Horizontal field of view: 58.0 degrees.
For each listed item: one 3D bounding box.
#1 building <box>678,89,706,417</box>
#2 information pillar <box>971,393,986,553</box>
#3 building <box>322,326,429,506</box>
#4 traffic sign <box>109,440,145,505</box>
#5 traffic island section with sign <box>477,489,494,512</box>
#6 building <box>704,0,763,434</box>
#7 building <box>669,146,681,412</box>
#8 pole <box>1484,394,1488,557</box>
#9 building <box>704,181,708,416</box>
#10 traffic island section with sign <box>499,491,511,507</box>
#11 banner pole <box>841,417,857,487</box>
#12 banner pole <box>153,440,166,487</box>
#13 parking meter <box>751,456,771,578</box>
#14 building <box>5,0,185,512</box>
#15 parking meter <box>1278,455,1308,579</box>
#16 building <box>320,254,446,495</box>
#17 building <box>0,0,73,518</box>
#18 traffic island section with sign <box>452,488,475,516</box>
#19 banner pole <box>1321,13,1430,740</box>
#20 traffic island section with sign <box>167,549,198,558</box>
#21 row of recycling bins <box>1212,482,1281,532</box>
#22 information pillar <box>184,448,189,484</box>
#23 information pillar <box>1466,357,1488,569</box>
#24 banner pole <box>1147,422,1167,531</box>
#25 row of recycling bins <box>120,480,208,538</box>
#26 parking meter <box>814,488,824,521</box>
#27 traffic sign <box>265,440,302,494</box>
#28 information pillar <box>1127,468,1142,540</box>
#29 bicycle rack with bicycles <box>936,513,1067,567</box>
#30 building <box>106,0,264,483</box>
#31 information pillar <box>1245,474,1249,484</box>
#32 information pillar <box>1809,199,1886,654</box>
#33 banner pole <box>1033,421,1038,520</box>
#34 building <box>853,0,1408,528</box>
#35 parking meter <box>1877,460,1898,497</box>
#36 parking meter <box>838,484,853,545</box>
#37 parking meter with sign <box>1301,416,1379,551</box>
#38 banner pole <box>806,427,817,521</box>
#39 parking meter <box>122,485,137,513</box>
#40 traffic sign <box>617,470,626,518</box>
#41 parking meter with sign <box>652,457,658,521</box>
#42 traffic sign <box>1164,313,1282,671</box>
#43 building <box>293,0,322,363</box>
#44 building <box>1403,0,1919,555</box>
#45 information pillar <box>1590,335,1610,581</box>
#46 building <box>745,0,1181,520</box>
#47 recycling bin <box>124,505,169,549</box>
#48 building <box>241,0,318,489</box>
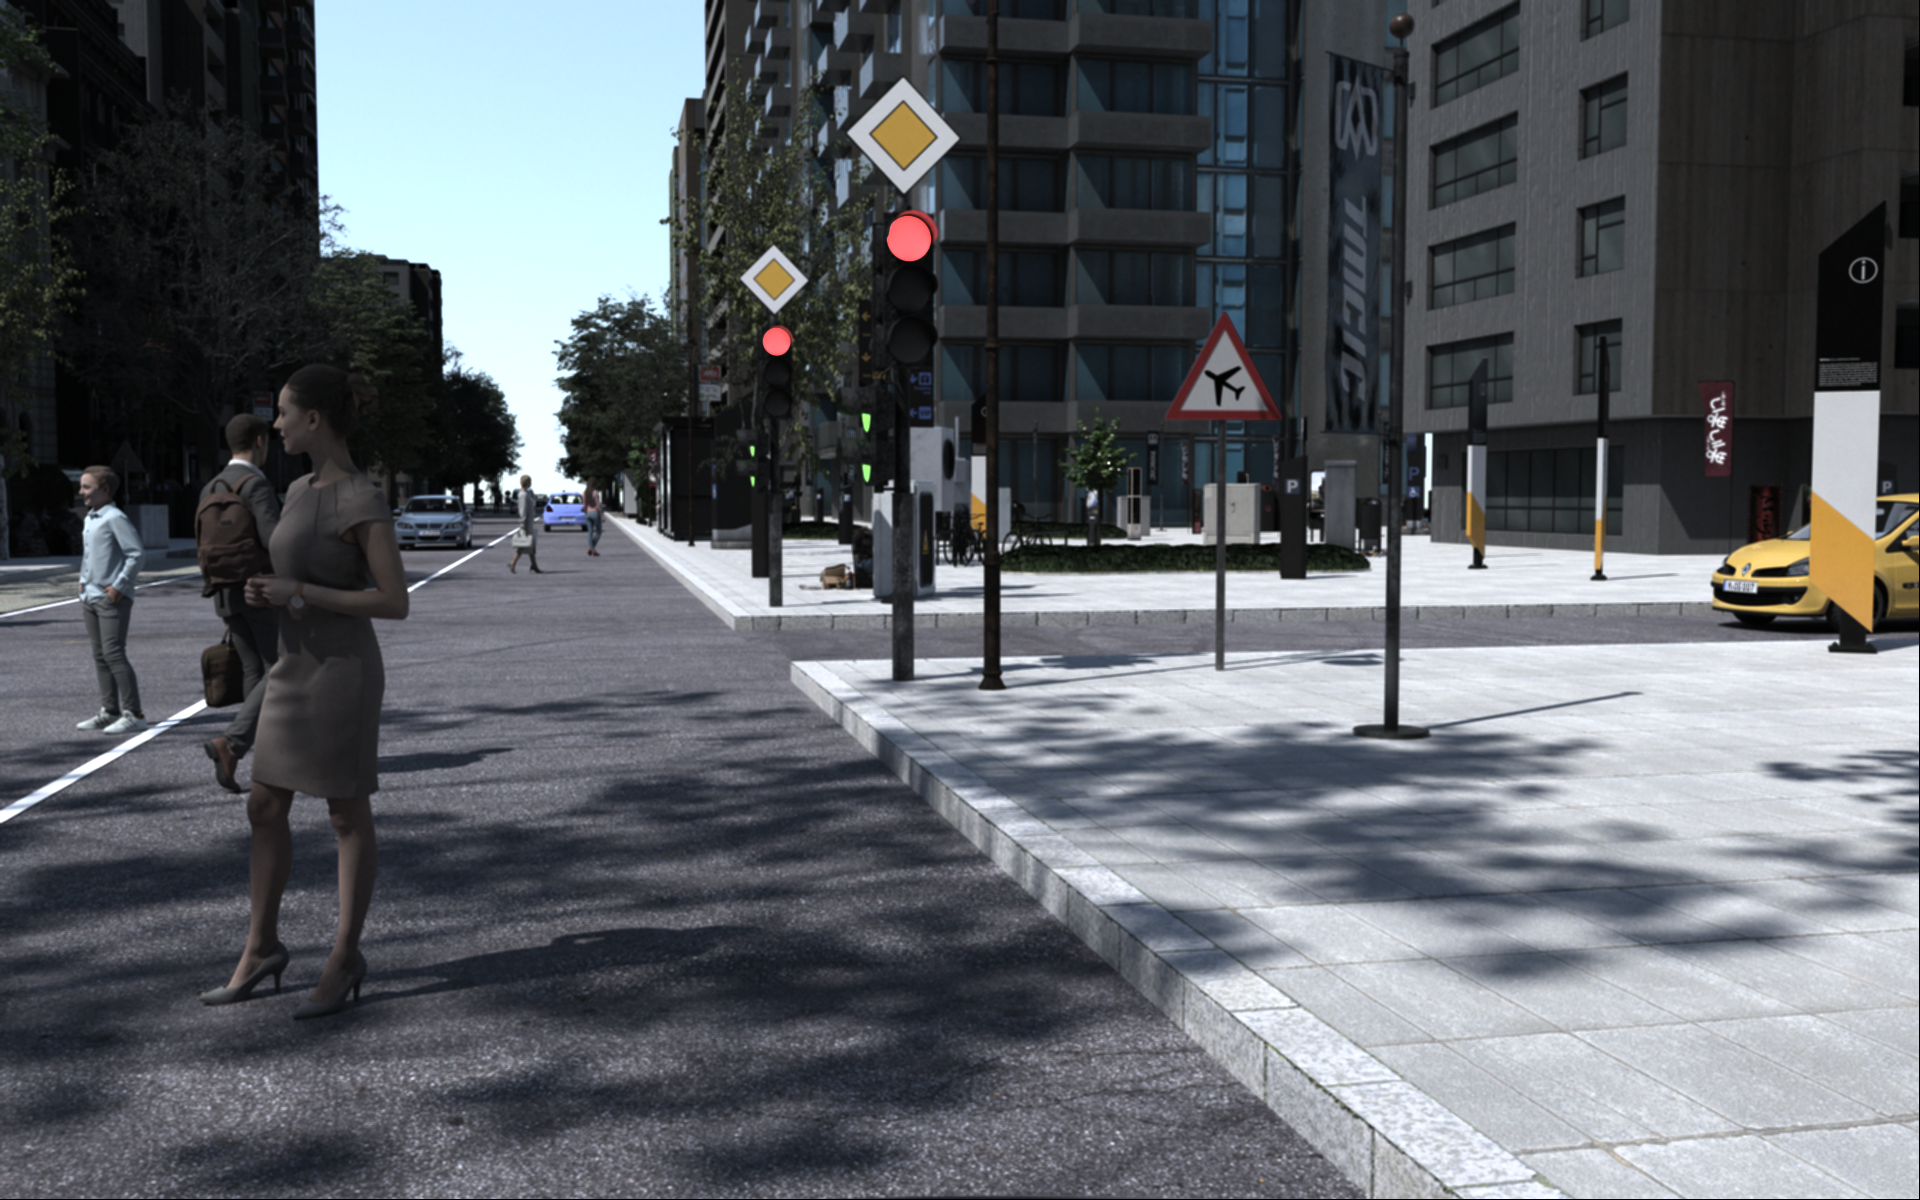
[{"bbox_3d":[-23.917,-33.240,193.584,14.600,45.320,14.200,-1,4,-12],"label":"building"},{"bbox_3d":[0.500,-2.833,37.668,0.504,3.616,0.183,0,4,5],"label":"information pillar"},{"bbox_3d":[-74.048,-21.102,190.052,27.650,21.520,28.899,-1,4,-12],"label":"building"},{"bbox_3d":[-20.010,-2.542,41.562,0.884,2.594,0.081,0,4,-7],"label":"traffic sign"},{"bbox_3d":[-39.194,-8.137,141.664,1.989,1.847,2.006,-1,4,-12],"label":"traffic island section with sign"},{"bbox_3d":[-8.825,-31.497,138.684,21.300,48.544,21.600,-1,4,-12],"label":"building"},{"bbox_3d":[-27.296,-32.041,207.469,14.154,41.232,14.086,-1,4,-12],"label":"building"},{"bbox_3d":[10.603,-2.530,35.202,0.158,3.312,0.155,0,3,0],"label":"pole"},{"bbox_3d":[-16.002,-23.504,155.989,14.160,30.474,14.107,-1,4,-12],"label":"building"},{"bbox_3d":[-50.984,-11.436,195.608,1.989,1.847,2.006,-1,4,-12],"label":"traffic island section with sign"},{"bbox_3d":[-3.622,-4.047,56.191,0.401,3.779,0.863,3,4,38],"label":"banner pole"},{"bbox_3d":[-33.656,-5.064,72.808,0.863,3.779,0.401,1,4,22],"label":"banner pole"},{"bbox_3d":[-3.032,-1.281,26.660,0.255,1.863,0.399,1,4,14],"label":"parking meter"},{"bbox_3d":[-40.527,-14.775,71.252,12.332,23.373,15.834,-1,4,-12],"label":"building"},{"bbox_3d":[5.022,-1.250,26.143,0.399,1.863,0.255,1,4,22],"label":"parking meter"},{"bbox_3d":[-71.260,-26.982,212.851,14.160,30.474,14.107,-1,4,-12],"label":"building"},{"bbox_3d":[-36.971,-12.838,51.696,13.314,21.916,24.055,-1,4,-12],"label":"building"},{"bbox_3d":[-33.427,-6.526,115.330,1.989,1.847,2.006,-1,4,-12],"label":"traffic island section with sign"},{"bbox_3d":[2.130,-1.159,8.971,0.863,3.779,0.401,-3,5,-42],"label":"banner pole"},{"bbox_3d":[-16.852,-1.891,39.539,1.989,1.847,2.006,-1,4,-12],"label":"traffic island section with sign"},{"bbox_3d":[9.847,-3.151,58.638,3.534,1.692,1.069,-2,4,-27],"label":"row of recycling bins"},{"bbox_3d":[-36.773,-5.570,82.418,0.504,3.616,0.183,3,5,42],"label":"information pillar"},{"bbox_3d":[8.846,-2.340,29.617,0.504,3.616,0.183,-3,5,-43],"label":"information pillar"},{"bbox_3d":[6.824,-4.290,60.151,0.863,3.779,0.401,-2,4,-30],"label":"banner pole"},{"bbox_3d":[-22.638,-2.647,50.399,3.534,1.692,1.069,0,4,1],"label":"row of recycling bins"},{"bbox_3d":[-5.517,-3.623,67.648,0.372,1.533,0.369,0,3,0],"label":"parking meter"},{"bbox_3d":[-25.925,-4.361,65.169,2.265,3.308,0.079,0,4,-6],"label":"traffic sign"},{"bbox_3d":[4.842,-2.665,48.059,0.304,2.012,0.304,-1,4,-17],"label":"information pillar"},{"bbox_3d":[0.587,-1.101,31.391,2.852,0.926,2.925,2,4,27],"label":"bicycle rack with bicycles"},{"bbox_3d":[-46.846,-19.742,94.486,14.160,30.474,14.107,-1,4,-12],"label":"building"},{"bbox_3d":[10.376,-3.590,63.194,0.304,2.012,0.304,1,4,16],"label":"information pillar"},{"bbox_3d":[7.162,-1.383,13.970,0.504,3.616,0.183,2,4,24],"label":"information pillar"},{"bbox_3d":[2.562,-4.217,58.960,0.401,3.779,0.863,1,4,11],"label":"banner pole"},{"bbox_3d":[5.687,-28.026,77.841,23.786,49.044,30.456,-1,4,-12],"label":"building"},{"bbox_3d":[15.531,-1.435,29.181,0.399,1.863,0.255,0,4,-8],"label":"parking meter"},{"bbox_3d":[-2.904,-2.179,44.045,0.372,1.533,0.369,0,3,0],"label":"parking meter"},{"bbox_3d":[8.580,-2.614,38.997,1.738,3.016,0.543,0,4,7],"label":"parking meter with sign"},{"bbox_3d":[-5.526,-4.572,64.761,0.401,3.779,0.863,2,4,33],"label":"banner pole"},{"bbox_3d":[-22.850,-2.403,47.693,0.372,1.533,0.369,0,3,0],"label":"parking meter"},{"bbox_3d":[-17.688,-5.581,91.358,0.768,2.556,0.104,0,4,-3],"label":"traffic sign"},{"bbox_3d":[-14.165,-5.343,83.617,1.738,3.016,0.543,-3,5,-39],"label":"parking meter with sign"},{"bbox_3d":[1.889,-0.765,12.517,0.884,2.594,0.081,-1,4,-11],"label":"traffic sign"},{"bbox_3d":[-60.246,-42.771,137.551,20.563,71.187,20.611,-1,4,-12],"label":"building"},{"bbox_3d":[19.789,-16.394,39.737,14.107,30.474,14.160,-1,4,-12],"label":"building"},{"bbox_3d":[9.573,-2.107,25.811,0.183,3.616,0.504,2,4,29],"label":"information pillar"},{"bbox_3d":[-2.122,-30.210,113.539,23.786,49.044,30.456,-1,4,-12],"label":"building"},{"bbox_3d":[-19.102,-1.719,40.664,0.722,1.027,0.722,2,4,34],"label":"recycling bin"},{"bbox_3d":[-55.162,-28.108,114.190,22.147,44.769,28.867,-1,4,-12],"label":"building"}]
